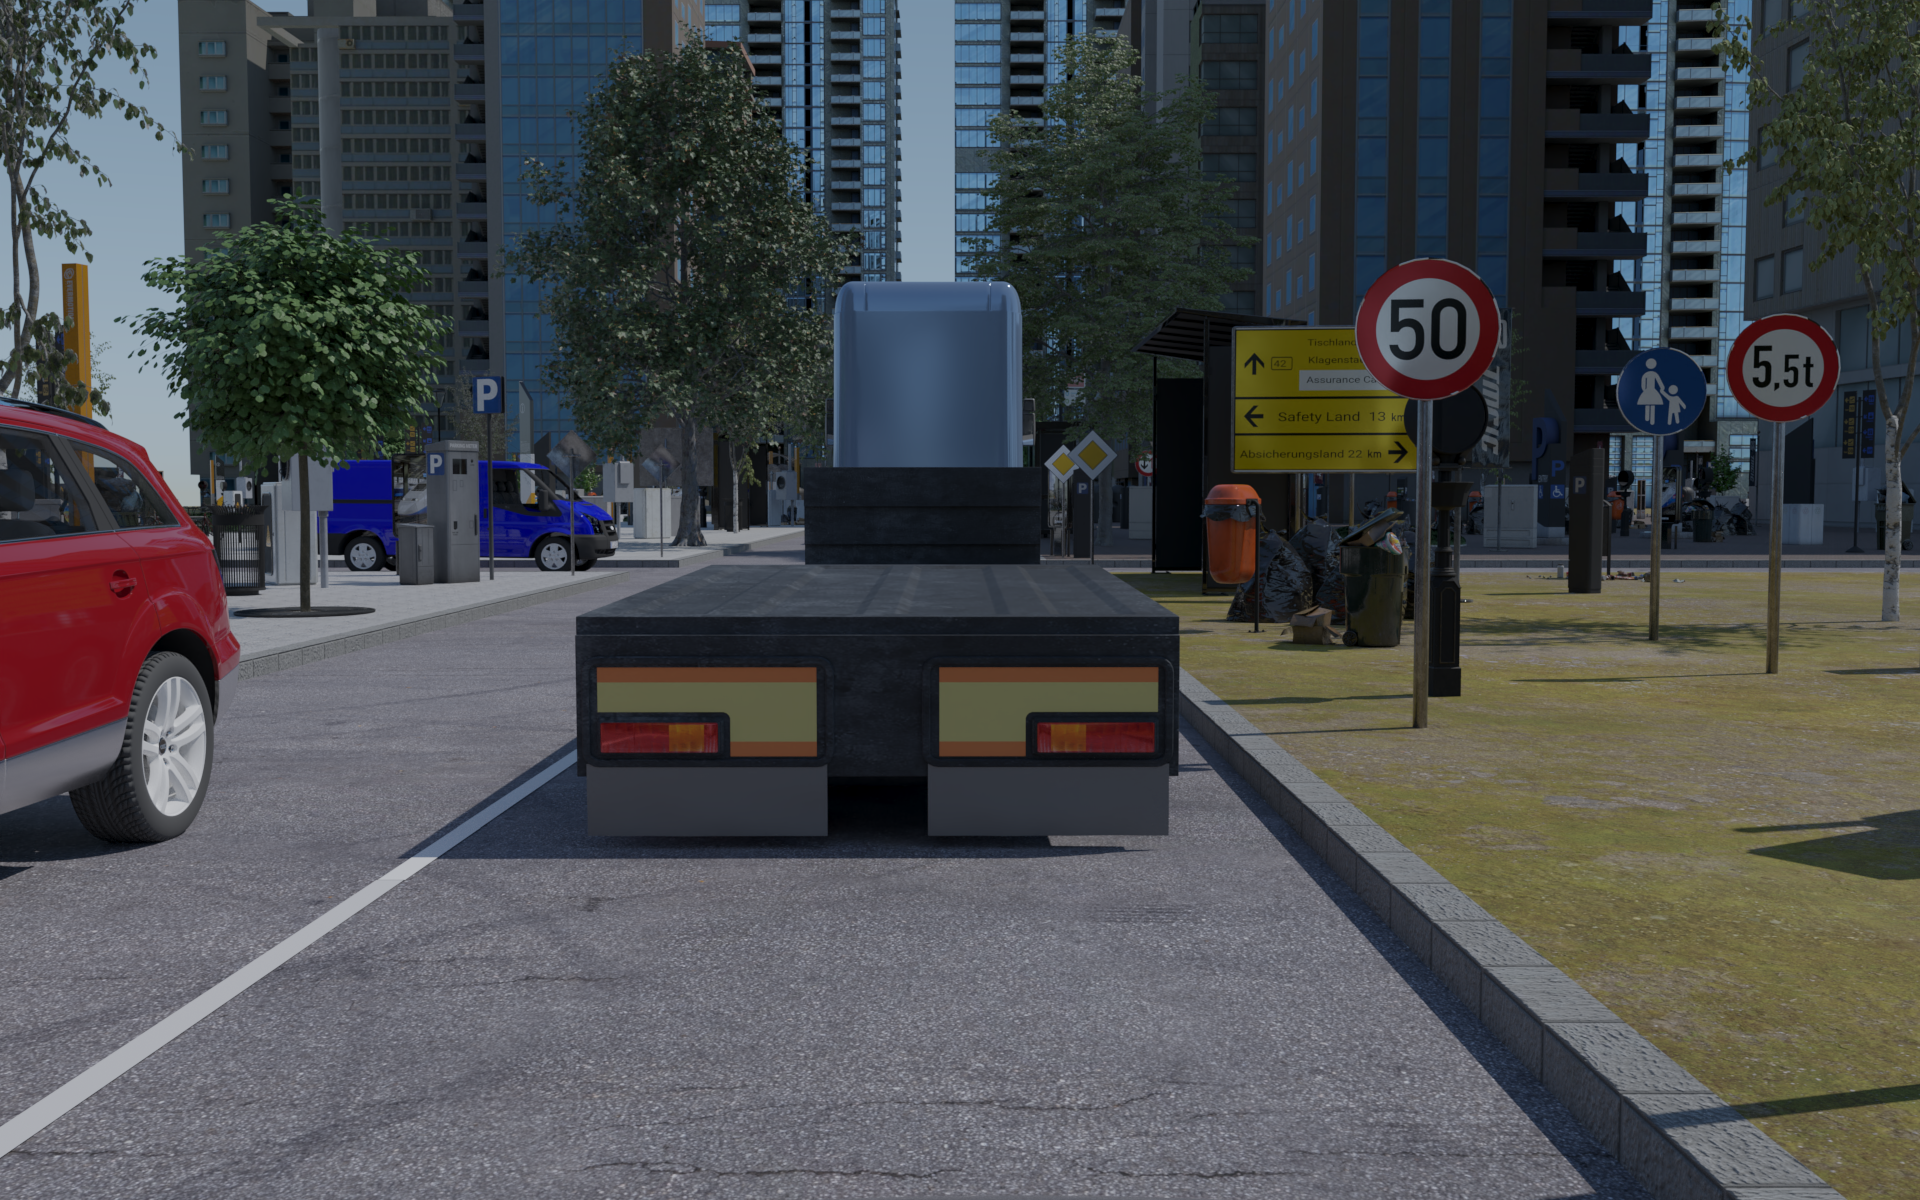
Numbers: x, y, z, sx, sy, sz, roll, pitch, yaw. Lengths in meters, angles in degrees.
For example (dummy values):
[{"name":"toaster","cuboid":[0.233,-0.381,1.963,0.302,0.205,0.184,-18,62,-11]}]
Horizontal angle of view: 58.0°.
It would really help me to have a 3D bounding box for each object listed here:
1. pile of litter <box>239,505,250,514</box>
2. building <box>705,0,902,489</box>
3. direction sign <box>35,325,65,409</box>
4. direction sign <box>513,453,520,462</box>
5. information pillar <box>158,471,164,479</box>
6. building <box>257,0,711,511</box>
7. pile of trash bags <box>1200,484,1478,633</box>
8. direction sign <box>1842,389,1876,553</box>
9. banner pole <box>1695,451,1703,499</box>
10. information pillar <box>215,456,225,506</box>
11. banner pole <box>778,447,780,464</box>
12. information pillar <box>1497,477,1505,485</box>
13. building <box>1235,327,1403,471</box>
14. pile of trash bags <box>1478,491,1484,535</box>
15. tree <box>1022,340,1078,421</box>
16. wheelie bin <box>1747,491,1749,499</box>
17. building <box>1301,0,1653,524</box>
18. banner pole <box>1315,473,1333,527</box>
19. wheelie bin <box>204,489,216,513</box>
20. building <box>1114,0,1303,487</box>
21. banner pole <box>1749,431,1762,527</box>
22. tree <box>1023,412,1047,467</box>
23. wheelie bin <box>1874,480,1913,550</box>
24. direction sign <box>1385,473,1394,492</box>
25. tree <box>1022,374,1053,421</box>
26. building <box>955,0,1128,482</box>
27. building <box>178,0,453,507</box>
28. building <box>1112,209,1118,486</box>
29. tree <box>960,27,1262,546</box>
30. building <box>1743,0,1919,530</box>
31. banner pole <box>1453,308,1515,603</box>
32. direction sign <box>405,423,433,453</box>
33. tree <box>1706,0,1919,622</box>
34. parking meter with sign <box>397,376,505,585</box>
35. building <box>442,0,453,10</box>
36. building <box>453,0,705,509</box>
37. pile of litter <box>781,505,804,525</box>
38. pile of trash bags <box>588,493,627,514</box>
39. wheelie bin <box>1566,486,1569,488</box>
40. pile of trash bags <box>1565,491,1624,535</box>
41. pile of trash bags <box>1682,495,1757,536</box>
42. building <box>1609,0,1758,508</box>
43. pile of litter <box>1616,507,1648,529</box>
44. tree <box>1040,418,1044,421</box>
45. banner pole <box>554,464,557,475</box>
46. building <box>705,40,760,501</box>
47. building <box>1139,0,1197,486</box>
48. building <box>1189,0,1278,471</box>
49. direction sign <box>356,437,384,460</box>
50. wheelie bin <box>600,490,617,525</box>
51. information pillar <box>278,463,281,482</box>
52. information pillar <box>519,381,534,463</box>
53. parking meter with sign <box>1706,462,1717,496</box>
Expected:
[{"name":"pile of litter","cuboid":[-28.945,-3.389,69.369,1.176,0.858,1.719,0,4,-1]},{"name":"building","cuboid":[-20.295,-55.166,214.633,31.000,86.520,22.319,0,4,0]},{"name":"direction sign","cuboid":[-12.218,-1.922,23.416,0.876,3.537,0.379,3,4,36]},{"name":"direction sign","cuboid":[-24.267,-6.290,94.837,0.379,3.537,0.876,1,4,15]},{"name":"information pillar","cuboid":[-25.194,-3.057,54.480,0.304,2.012,0.304,-2,4,-26]},{"name":"building","cuboid":[-34.760,-27.239,137.238,32.217,40.220,23.993,0,4,0]},{"name":"pile of trash bags","cuboid":[3.484,-0.459,17.250,1.912,1.369,3.447,3,5,40]},{"name":"direction sign","cuboid":[19.667,-2.810,37.948,0.379,3.537,0.876,-1,4,-16]},{"name":"banner pole","cuboid":[42.869,-6.759,100.532,0.401,3.779,0.863,0,4,-6]},{"name":"information pillar","cuboid":[-44.448,-6.893,104.055,0.504,3.616,0.183,-2,4,-29]},{"name":"banner pole","cuboid":[-9.591,-6.245,92.130,0.401,3.779,0.863,0,4,-2]},{"name":"information pillar","cuboid":[22.764,-4.187,72.956,0.304,2.012,0.304,1,4,20]},{"name":"building","cuboid":[41.752,-36.506,216.479,30.456,49.044,23.786,0,4,0]},{"name":"pile of trash bags","cuboid":[16.423,-2.831,56.042,1.912,1.369,3.447,2,4,25]},{"name":"tree","cuboid":[3.173,-12.796,119.586,12.009,13.543,11.850,0,3,0]},{"name":"wheelie bin","cuboid":[46.693,-5.753,101.966,0.693,1.594,0.980,1,4,16]},{"name":"building","cuboid":[22.305,-26.319,80.422,14.600,45.320,14.200,0,4,0]},{"name":"banner pole","cuboid":[14.114,-4.725,67.270,0.863,3.779,0.401,-2,4,-23]},{"name":"wheelie bin","cuboid":[-46.078,-6.015,106.247,0.693,1.594,0.980,-1,4,-12]},{"name":"building","cuboid":[21.235,-30.768,153.161,14.600,45.320,14.200,0,4,0]},{"name":"banner pole","cuboid":[31.280,-4.782,68.208,0.863,3.779,0.401,-3,4,-36]},{"name":"tree","cuboid":[2.921,-5.055,66.362,4.285,4.588,4.351,0,3,0]},{"name":"wheelie bin","cuboid":[21.373,-1.939,39.617,0.693,1.594,0.980,0,4,-4]},{"name":"direction sign","cuboid":[17.452,-4.793,70.359,0.379,3.537,0.876,2,4,35]},{"name":"tree","cuboid":[3.491,-9.464,105.105,4.737,8.622,4.395,0,3,0]},{"name":"building","cuboid":[11.021,-55.127,214.002,31.000,86.520,22.319,0,4,0]},{"name":"building","cuboid":[-58.456,-33.061,164.245,21.600,48.544,21.300,0,4,0]},{"name":"building","cuboid":[21.640,-24.223,167.740,14.160,30.474,14.107,0,4,0]},{"name":"tree","cuboid":[3.585,-7.658,43.337,7.486,12.596,7.792,0,3,0]},{"name":"building","cuboid":[46.300,-28.755,59.386,27.495,52.752,28.713,0,4,0]},{"name":"banner pole","cuboid":[6.127,-1.865,20.502,0.863,3.779,0.401,0,4,-7]},{"name":"direction sign","cuboid":[-17.136,-3.848,54.910,0.876,3.537,0.379,-3,4,-37]},{"name":"tree","cuboid":[9.351,-4.075,16.994,4.737,8.622,4.395,0,3,0]},{"name":"parking meter with sign","cuboid":[-7.361,-1.760,25.034,0.543,3.016,1.738,2,4,27]},{"name":"building","cuboid":[-65.824,-55.169,214.681,31.000,86.520,22.319,0,4,0]},{"name":"building","cuboid":[-25.214,-28.614,117.948,14.600,45.320,14.200,0,4,0]},{"name":"pile of litter","cuboid":[-6.813,-3.524,71.585,1.719,0.858,1.176,-1,4,-12]},{"name":"pile of trash bags","cuboid":[-22.033,-6.056,108.773,1.912,1.369,3.447,2,4,35]},{"name":"wheelie bin","cuboid":[24.318,-3.740,69.064,0.980,1.594,0.693,-2,4,-35]},{"name":"pile of trash bags","cuboid":[19.812,-2.799,55.509,3.447,1.369,1.912,-1,4,-17]},{"name":"pile of trash bags","cuboid":[23.564,-2.764,54.938,1.912,1.369,3.447,-1,4,-15]},{"name":"building","cuboid":[62.847,-51.929,161.709,31.000,86.520,22.319,0,4,0]},{"name":"pile of litter","cuboid":[25.167,-3.103,64.692,1.719,0.858,1.176,-2,4,-35]},{"name":"tree","cuboid":[2.804,-13.968,145.392,9.611,12.733,9.660,0,3,0]},{"name":"banner pole","cuboid":[-23.380,-6.657,98.856,0.863,3.779,0.401,0,4,3]},{"name":"building","cuboid":[-32.479,-31.145,163.837,28.867,44.769,22.147,0,4,0]},{"name":"building","cuboid":[24.277,-36.041,131.262,21.231,58.520,28.212,0,4,0]},{"name":"building","cuboid":[20.359,-20.262,102.992,14.160,30.474,14.107,0,4,0]},{"name":"direction sign","cuboid":[-19.658,-4.023,57.777,0.876,3.537,0.379,0,4,-8]},{"name":"wheelie bin","cuboid":[-14.675,-3.970,72.818,0.693,1.594,0.980,3,5,42]},{"name":"information pillar","cuboid":[-14.485,-2.812,37.324,0.504,3.616,0.183,1,4,23]},{"name":"information pillar","cuboid":[-8.989,-2.728,35.959,0.183,3.616,0.504,-3,5,-41]},{"name":"parking meter with sign","cuboid":[40.327,-5.909,92.865,0.543,3.016,1.738,1,4,21]}]
